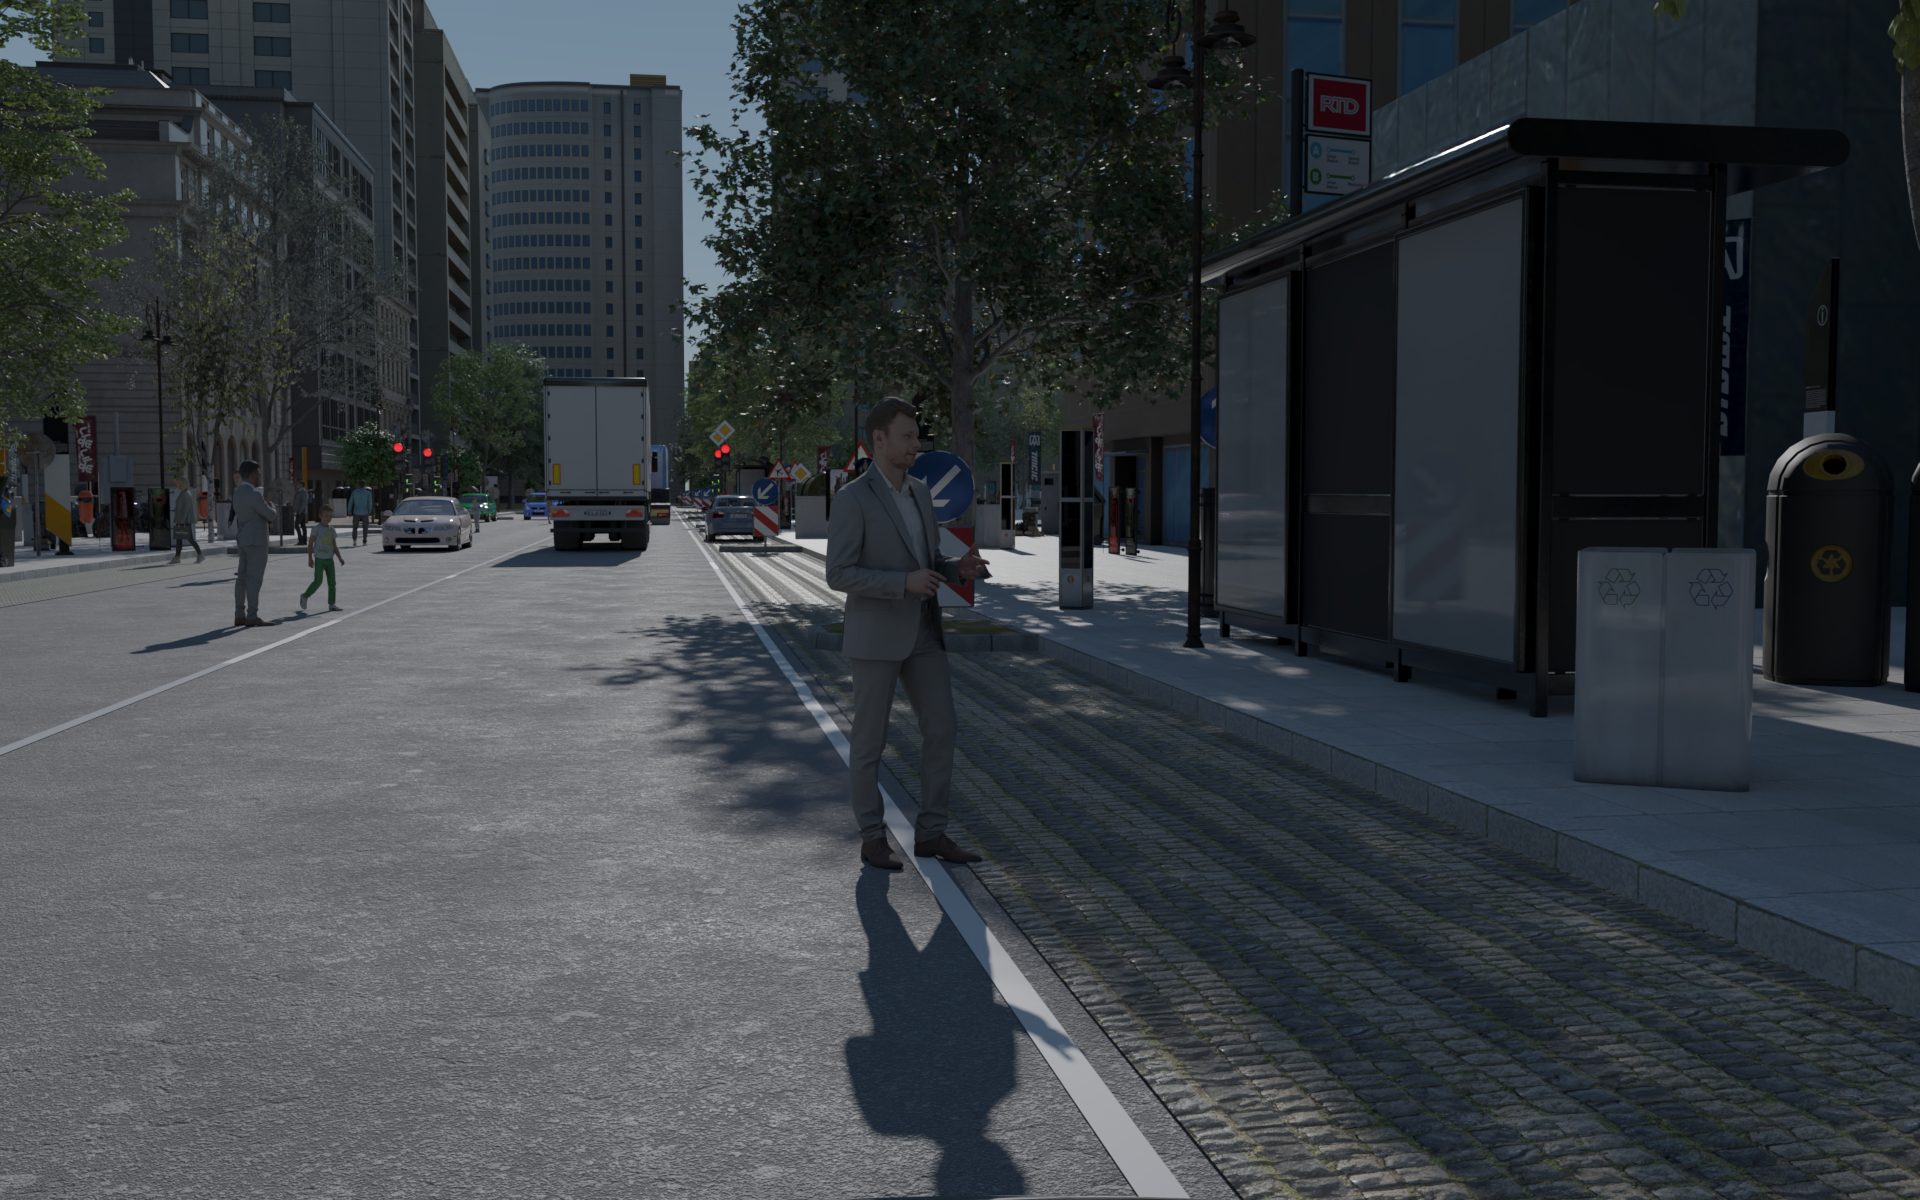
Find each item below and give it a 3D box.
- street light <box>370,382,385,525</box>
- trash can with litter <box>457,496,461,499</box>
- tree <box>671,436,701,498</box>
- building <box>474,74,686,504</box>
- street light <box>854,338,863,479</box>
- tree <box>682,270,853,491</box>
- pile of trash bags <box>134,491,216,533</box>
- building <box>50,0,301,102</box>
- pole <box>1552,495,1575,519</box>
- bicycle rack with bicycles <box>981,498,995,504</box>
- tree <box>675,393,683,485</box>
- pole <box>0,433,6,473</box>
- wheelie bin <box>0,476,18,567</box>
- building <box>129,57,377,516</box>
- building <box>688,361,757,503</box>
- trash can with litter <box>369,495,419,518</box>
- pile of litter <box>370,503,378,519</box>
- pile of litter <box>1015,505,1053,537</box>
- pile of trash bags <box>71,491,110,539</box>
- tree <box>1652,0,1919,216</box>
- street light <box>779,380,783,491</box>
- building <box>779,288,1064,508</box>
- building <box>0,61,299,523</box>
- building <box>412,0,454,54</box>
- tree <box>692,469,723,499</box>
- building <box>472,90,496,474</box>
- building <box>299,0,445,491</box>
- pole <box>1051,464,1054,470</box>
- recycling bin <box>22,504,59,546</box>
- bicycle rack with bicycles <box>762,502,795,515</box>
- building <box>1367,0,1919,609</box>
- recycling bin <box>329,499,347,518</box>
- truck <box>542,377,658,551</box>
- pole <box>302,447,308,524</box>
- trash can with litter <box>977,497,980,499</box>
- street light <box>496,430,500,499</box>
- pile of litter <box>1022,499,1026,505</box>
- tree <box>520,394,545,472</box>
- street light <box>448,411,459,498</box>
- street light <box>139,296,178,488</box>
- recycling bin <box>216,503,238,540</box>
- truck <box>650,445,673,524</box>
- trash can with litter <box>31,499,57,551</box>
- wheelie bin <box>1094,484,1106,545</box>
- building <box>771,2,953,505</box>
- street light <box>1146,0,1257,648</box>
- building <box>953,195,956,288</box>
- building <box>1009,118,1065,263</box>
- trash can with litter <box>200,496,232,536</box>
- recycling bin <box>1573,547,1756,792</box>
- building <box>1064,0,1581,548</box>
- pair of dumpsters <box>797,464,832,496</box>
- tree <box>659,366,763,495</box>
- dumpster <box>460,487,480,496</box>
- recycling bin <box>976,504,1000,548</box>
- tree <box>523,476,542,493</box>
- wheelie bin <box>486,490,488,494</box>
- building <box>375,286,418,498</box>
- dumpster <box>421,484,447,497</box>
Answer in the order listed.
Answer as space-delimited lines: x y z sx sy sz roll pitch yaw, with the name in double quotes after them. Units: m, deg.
-23.959 -6.028 71.347 0.468 5.910 1.993 -1 4 -10 "street light"
-32.502 -6.216 113.024 0.624 1.170 1.055 -1 4 -21 "trash can with litter"
-31.705 -16.816 209.346 8.767 10.594 7.601 3 5 40 "tree"
-53.375 -42.989 244.874 28.212 58.520 21.231 -1 4 -10 "building"
-2.380 -4.094 39.719 0.468 5.910 1.993 -1 4 -10 "street light"
-8.454 -9.969 81.118 7.486 12.596 7.792 0 3 0 "tree"
-26.847 -2.968 58.274 3.447 1.369 1.912 -3 5 -39 "pile of trash bags"
-86.998 -46.247 194.389 20.611 71.187 20.563 -1 4 -10 "building"
5.451 -1.333 15.644 0.158 3.312 0.155 0 3 0 "pole"
3.139 -8.375 150.312 2.852 0.926 2.925 0 4 -7 "bicycle rack with bicycles"
-14.082 -11.732 109.945 7.486 12.596 7.792 0 3 0 "tree"
-31.743 -3.890 57.452 0.158 3.312 0.155 0 3 0 "pole"
-17.057 -1.379 30.450 0.980 1.594 0.693 0 4 2 "wheelie bin"
-46.440 -19.410 110.854 14.314 27.812 24.014 -1 4 -10 "building"
-25.118 -25.037 254.398 28.899 21.520 27.650 -1 4 -10 "building"
-30.697 -5.027 93.244 2.233 1.210 1.678 1 4 8 "trash can with litter"
-29.617 -4.582 88.880 1.176 0.858 1.719 -2 4 -30 "pile of litter"
2.016 -2.367 52.670 1.719 0.858 1.176 3 5 45 "pile of litter"
-25.697 -2.533 51.161 1.912 1.369 3.447 -2 4 -24 "pile of trash bags"
3.436 -3.396 5.893 4.737 8.622 4.395 0 3 0 "tree"
-6.718 -5.643 65.053 0.468 5.910 1.993 -1 4 -10 "street light"
-3.722 -20.285 176.705 27.650 21.520 28.899 -1 4 -10 "building"
-42.476 -15.020 87.372 13.314 21.916 24.055 -1 4 -10 "building"
-61.009 -33.598 173.035 21.300 48.544 21.600 -1 4 -10 "building"
-24.169 -11.236 167.415 4.285 4.588 4.351 0 3 0 "tree"
-65.170 -35.129 198.053 21.600 48.544 21.300 -1 4 -10 "building"
-56.627 -43.615 151.350 20.563 71.187 20.611 -1 4 -10 "building"
6.313 -7.581 117.784 0.158 3.312 0.155 0 3 0 "pole"
-22.824 -1.873 43.175 0.722 1.027 0.722 0 4 2 "recycling bin"
-8.340 -4.017 79.062 2.852 0.926 2.925 -1 4 -15 "bicycle rack with bicycles"
20.569 -42.874 13.658 22.319 86.520 31.000 -1 4 -10 "building"
-33.766 -4.980 93.977 0.722 1.027 0.722 -3 5 -39 "recycling bin"
-9.689 -3.565 47.202 2.839 4.237 11.283 -1 4 -10 "truck"
-28.425 -4.973 75.160 0.158 3.312 0.155 0 3 0 "pole"
0.648 -6.256 113.337 2.233 1.210 1.678 0 4 6 "trash can with litter"
-32.645 -9.146 122.328 0.468 5.910 1.993 -1 4 -10 "street light"
5.276 -8.113 146.606 1.176 0.858 1.719 -1 4 -17 "pile of litter"
-44.528 -17.024 188.718 12.009 13.543 11.850 0 3 0 "tree"
-28.320 -7.597 96.991 0.468 5.910 1.993 -1 4 -10 "street light"
-18.709 -4.144 40.549 0.468 5.910 1.993 -1 4 -10 "street light"
-20.679 -2.246 49.273 0.722 1.027 0.722 -3 4 -38 "recycling bin"
-16.240 -6.095 89.418 2.967 4.110 18.799 -1 4 -10 "truck"
-20.767 -1.712 39.375 0.624 1.170 1.055 -1 4 -23 "trash can with litter"
3.324 -2.193 43.771 0.693 1.594 0.980 1 4 9 "wheelie bin"
-11.550 -40.439 203.169 21.231 58.520 28.212 -1 4 -10 "building"
1.960 -2.541 14.331 0.468 5.910 1.993 -1 4 -10 "street light"
-2.066 -36.736 250.745 14.200 45.320 14.600 -1 4 -10 "building"
14.987 -36.038 212.916 21.600 48.544 21.300 -1 4 -10 "building"
-22.186 -2.587 53.353 2.233 1.210 1.678 -1 4 -22 "trash can with litter"
3.202 0.287 7.869 0.722 1.027 0.722 2 4 24 "recycling bin"
11.085 -24.108 44.282 14.600 45.320 14.200 -1 4 -10 "building"
-4.606 -3.454 58.971 1.574 2.255 4.437 -1 4 -10 "pair of dumpsters"
-18.015 -13.682 134.063 12.009 13.543 11.850 0 3 0 "tree"
-34.672 -7.135 122.410 1.264 1.857 1.865 -1 4 -10 "dumpster"
0.690 -1.798 41.944 0.722 1.027 0.722 -2 4 -34 "recycling bin"
-39.627 -10.105 159.818 1.663 3.219 1.824 0 3 0 "tree"
-34.767 -7.362 128.281 0.980 1.594 0.693 0 4 7 "wheelie bin"
-48.179 -16.399 132.745 10.561 19.102 19.286 -1 4 -10 "building"
-30.483 -5.783 100.312 1.264 1.857 1.865 -1 4 -10 "dumpster"
